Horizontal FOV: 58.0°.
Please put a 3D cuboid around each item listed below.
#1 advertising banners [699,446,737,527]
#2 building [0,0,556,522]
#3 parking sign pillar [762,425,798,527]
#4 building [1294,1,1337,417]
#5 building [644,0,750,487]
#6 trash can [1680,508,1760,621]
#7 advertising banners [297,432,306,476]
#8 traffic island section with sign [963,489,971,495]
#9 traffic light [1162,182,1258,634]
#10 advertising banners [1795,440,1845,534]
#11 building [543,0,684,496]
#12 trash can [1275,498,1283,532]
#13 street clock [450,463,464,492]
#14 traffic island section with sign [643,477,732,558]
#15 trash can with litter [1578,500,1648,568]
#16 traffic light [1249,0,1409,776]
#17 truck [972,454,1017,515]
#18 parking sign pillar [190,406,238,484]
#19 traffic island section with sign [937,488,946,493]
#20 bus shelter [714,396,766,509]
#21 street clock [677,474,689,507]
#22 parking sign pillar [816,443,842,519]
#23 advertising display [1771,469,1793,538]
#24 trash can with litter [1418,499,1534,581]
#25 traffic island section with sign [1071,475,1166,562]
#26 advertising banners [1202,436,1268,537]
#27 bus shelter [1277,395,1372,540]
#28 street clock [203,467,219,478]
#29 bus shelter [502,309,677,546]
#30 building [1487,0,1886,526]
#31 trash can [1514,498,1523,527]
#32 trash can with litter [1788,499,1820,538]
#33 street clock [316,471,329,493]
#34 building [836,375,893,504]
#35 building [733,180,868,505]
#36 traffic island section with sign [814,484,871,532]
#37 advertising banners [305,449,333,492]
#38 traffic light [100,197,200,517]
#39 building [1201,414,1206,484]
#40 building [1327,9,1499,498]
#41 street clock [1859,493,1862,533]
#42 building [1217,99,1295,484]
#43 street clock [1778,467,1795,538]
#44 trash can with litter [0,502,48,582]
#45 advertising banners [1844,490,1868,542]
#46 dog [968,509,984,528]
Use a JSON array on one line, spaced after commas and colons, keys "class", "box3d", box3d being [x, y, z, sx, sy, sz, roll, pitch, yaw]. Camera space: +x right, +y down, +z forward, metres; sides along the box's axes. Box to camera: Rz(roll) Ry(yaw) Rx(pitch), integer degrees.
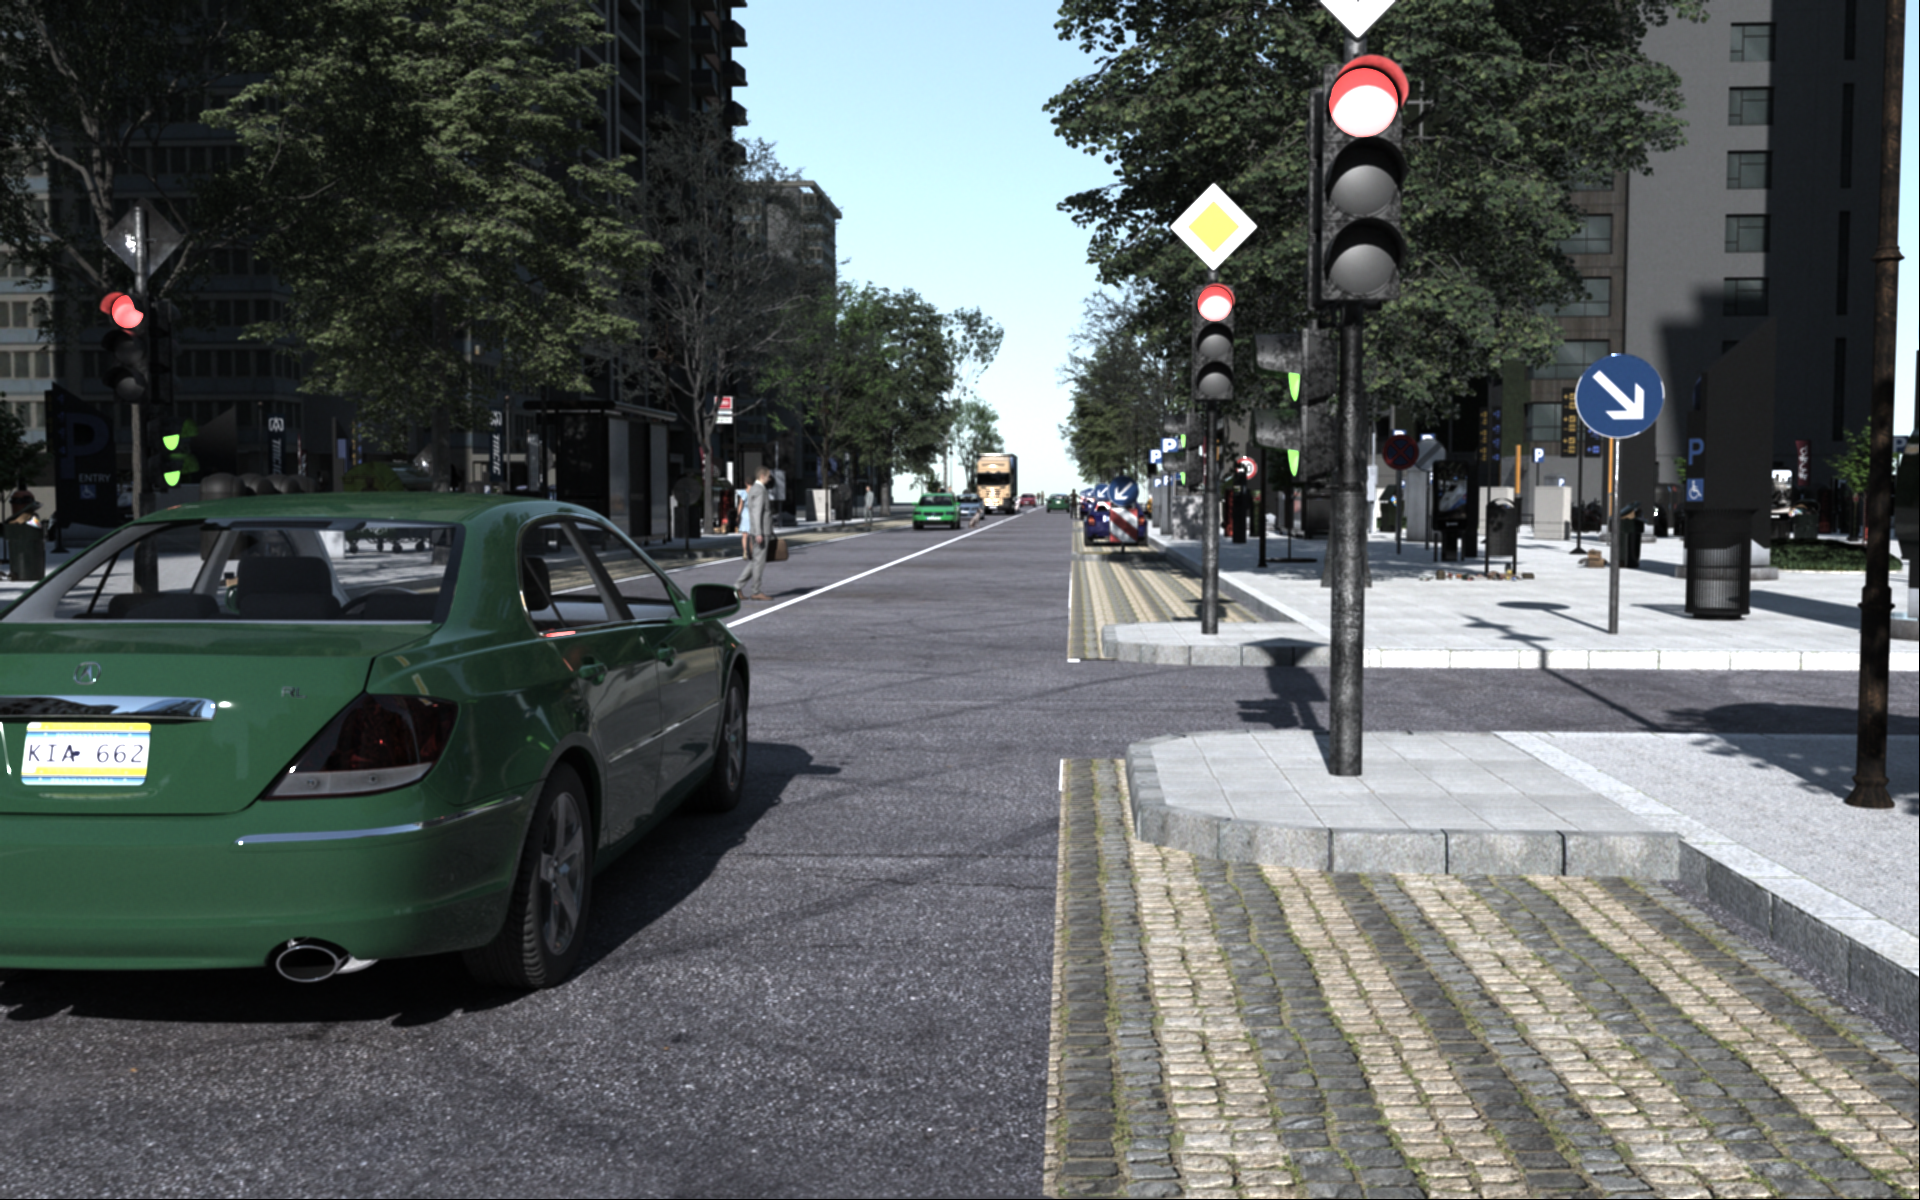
[{"class": "advertising banners", "box3d": [-8.456, -4.078, 62.865, 2.074, 3.025, 0.090, 0, 4, 7]}, {"class": "building", "box3d": [-32.961, -23.733, 79.919, 32.217, 40.220, 23.993, 0, 4, 4]}, {"class": "parking sign pillar", "box3d": [-7.093, -4.858, 67.904, 1.447, 3.967, 1.447, 0, 4, 0]}, {"class": "building", "box3d": [36.975, -36.298, 135.479, 21.231, 58.520, 28.212, 0, 4, 4]}, {"class": "building", "box3d": [-27.909, -28.948, 127.917, 22.147, 44.769, 28.867, 0, 4, 4]}, {"class": "trash can", "box3d": [7.776, -0.373, 17.756, 0.748, 1.137, 0.748, 0, 3, 0]}, {"class": "advertising banners", "box3d": [-19.135, -3.293, 50.021, 0.090, 3.025, 2.074, -2, 4, -25]}, {"class": "traffic island section with sign", "box3d": [0.597, -8.204, 142.761, 1.989, 1.847, 2.006, 0, 4, 4]}, {"class": "traffic light", "box3d": [2.275, -1.643, 15.792, 0.839, 4.253, 0.868, 0, 4, 4]}, {"class": "advertising banners", "box3d": [27.951, -3.652, 55.893, 2.074, 3.025, 0.090, 0, 4, 1]}, {"class": "building", "box3d": [-27.684, -40.599, 102.038, 20.563, 71.187, 20.611, 0, 4, 4]}, {"class": "trash can", "box3d": [11.161, -2.917, 59.351, 0.748, 1.137, 0.748, 0, 3, 0]}, {"class": "street clock", "box3d": [-11.664, -2.163, 39.930, 0.471, 2.002, 0.358, 2, 4, 34]}, {"class": "traffic island section with sign", "box3d": [-6.257, -1.878, 39.339, 1.989, 1.847, 2.006, 0, 4, 4]}, {"class": "trash can with litter", "box3d": [11.354, -1.145, 30.113, 1.055, 1.170, 0.624, 0, 4, 5]}, {"class": "traffic light", "box3d": [1.748, -1.156, 7.824, 0.839, 4.253, 0.868, 0, 4, 4]}, {"class": "truck", "box3d": [2.593, -8.140, 121.995, 2.839, 4.237, 11.283, 0, 4, 4]}, {"class": "parking sign pillar", "box3d": [-22.760, -3.939, 52.876, 1.447, 3.967, 1.447, -1, 4, -20]}, {"class": "traffic island section with sign", "box3d": [-1.200, -6.556, 115.819, 1.989, 1.847, 2.006, 0, 4, 4]}, {"class": "bus shelter", "box3d": [-8.786, -5.861, 73.464, 2.179, 5.291, 8.768, 0, 4, 4]}, {"class": "street clock", "box3d": [-9.923, -3.527, 62.233, 0.471, 2.002, 0.358, -1, 4, -10]}, {"class": "parking sign pillar", "box3d": [-6.870, -6.264, 90.892, 1.447, 3.967, 1.447, 1, 4, 9]}, {"class": "advertising display", "box3d": [20.607, -2.372, 43.998, 0.974, 1.923, 0.123, 1, 4, 12]}, {"class": "trash can with litter", "box3d": [7.804, -0.928, 26.236, 2.233, 1.210, 1.678, -1, 4, -19]}, {"class": "traffic island section with sign", "box3d": [3.407, -1.764, 37.464, 1.989, 1.847, 2.006, 0, 4, 4]}, {"class": "advertising banners", "box3d": [8.166, -3.394, 51.687, 2.074, 3.025, 0.090, 1, 4, 22]}, {"class": "bus shelter", "box3d": [10.715, -4.586, 52.612, 2.179, 5.291, 8.768, 0, 4, 4]}, {"class": "street clock", "box3d": [-20.135, -2.573, 46.642, 0.358, 2.002, 0.471, 0, 4, 2]}, {"class": "bus shelter", "box3d": [-8.635, -3.825, 40.165, 2.179, 5.291, 8.768, 0, 4, 4]}, {"class": "building", "box3d": [30.714, -18.632, 76.334, 14.160, 30.474, 14.107, 0, 4, 4]}, {"class": "trash can", "box3d": [21.379, -3.381, 66.937, 0.748, 1.137, 0.748, 0, 3, 0]}, {"class": "trash can with litter", "box3d": [18.509, -1.629, 38.016, 0.624, 1.170, 1.055, 2, 4, 24]}, {"class": "street clock", "box3d": [-19.953, -3.039, 54.265, 0.358, 2.002, 0.471, -3, 5, -40]}, {"class": "building", "box3d": [-24.149, -23.567, 230.362, 27.650, 21.520, 28.899, 0, 4, 4]}, {"class": "building", "box3d": [-27.537, -31.265, 203.068, 32.217, 40.220, 23.993, 0, 4, 4]}, {"class": "traffic island section with sign", "box3d": [-4.467, -3.529, 66.324, 1.989, 1.847, 2.006, 0, 4, 4]}, {"class": "advertising banners", "box3d": [-25.004, -4.362, 67.508, 2.074, 3.025, 0.090, 1, 4, 22]}, {"class": "traffic light", "box3d": [-7.715, -1.683, 16.434, 0.839, 4.253, 0.868, 0, 4, 4]}, {"class": "building", "box3d": [44.220, -35.368, 232.888, 22.147, 44.769, 28.867, 0, 4, 4]}, {"class": "building", "box3d": [35.178, -41.098, 110.196, 20.563, 71.187, 20.611, 0, 4, 4]}, {"class": "street clock", "box3d": [29.689, -3.228, 57.342, 0.358, 2.002, 0.471, -2, 4, -24]}, {"class": "building", "box3d": [41.557, -35.656, 206.669, 21.300, 48.544, 21.600, 0, 4, 4]}, {"class": "street clock", "box3d": [21.987, -2.549, 46.244, 0.471, 2.002, 0.358, 1, 4, 12]}, {"class": "trash can with litter", "box3d": [-13.999, -0.861, 25.460, 1.055, 1.170, 0.624, -1, 4, -13]}, {"class": "advertising banners", "box3d": [24.698, -3.112, 47.070, 2.074, 3.025, 0.090, -3, 4, -36]}, {"class": "dog", "box3d": [0.579, -3.477, 73.679, 0.513, 0.831, 0.800, -3, 4, -38]}]
